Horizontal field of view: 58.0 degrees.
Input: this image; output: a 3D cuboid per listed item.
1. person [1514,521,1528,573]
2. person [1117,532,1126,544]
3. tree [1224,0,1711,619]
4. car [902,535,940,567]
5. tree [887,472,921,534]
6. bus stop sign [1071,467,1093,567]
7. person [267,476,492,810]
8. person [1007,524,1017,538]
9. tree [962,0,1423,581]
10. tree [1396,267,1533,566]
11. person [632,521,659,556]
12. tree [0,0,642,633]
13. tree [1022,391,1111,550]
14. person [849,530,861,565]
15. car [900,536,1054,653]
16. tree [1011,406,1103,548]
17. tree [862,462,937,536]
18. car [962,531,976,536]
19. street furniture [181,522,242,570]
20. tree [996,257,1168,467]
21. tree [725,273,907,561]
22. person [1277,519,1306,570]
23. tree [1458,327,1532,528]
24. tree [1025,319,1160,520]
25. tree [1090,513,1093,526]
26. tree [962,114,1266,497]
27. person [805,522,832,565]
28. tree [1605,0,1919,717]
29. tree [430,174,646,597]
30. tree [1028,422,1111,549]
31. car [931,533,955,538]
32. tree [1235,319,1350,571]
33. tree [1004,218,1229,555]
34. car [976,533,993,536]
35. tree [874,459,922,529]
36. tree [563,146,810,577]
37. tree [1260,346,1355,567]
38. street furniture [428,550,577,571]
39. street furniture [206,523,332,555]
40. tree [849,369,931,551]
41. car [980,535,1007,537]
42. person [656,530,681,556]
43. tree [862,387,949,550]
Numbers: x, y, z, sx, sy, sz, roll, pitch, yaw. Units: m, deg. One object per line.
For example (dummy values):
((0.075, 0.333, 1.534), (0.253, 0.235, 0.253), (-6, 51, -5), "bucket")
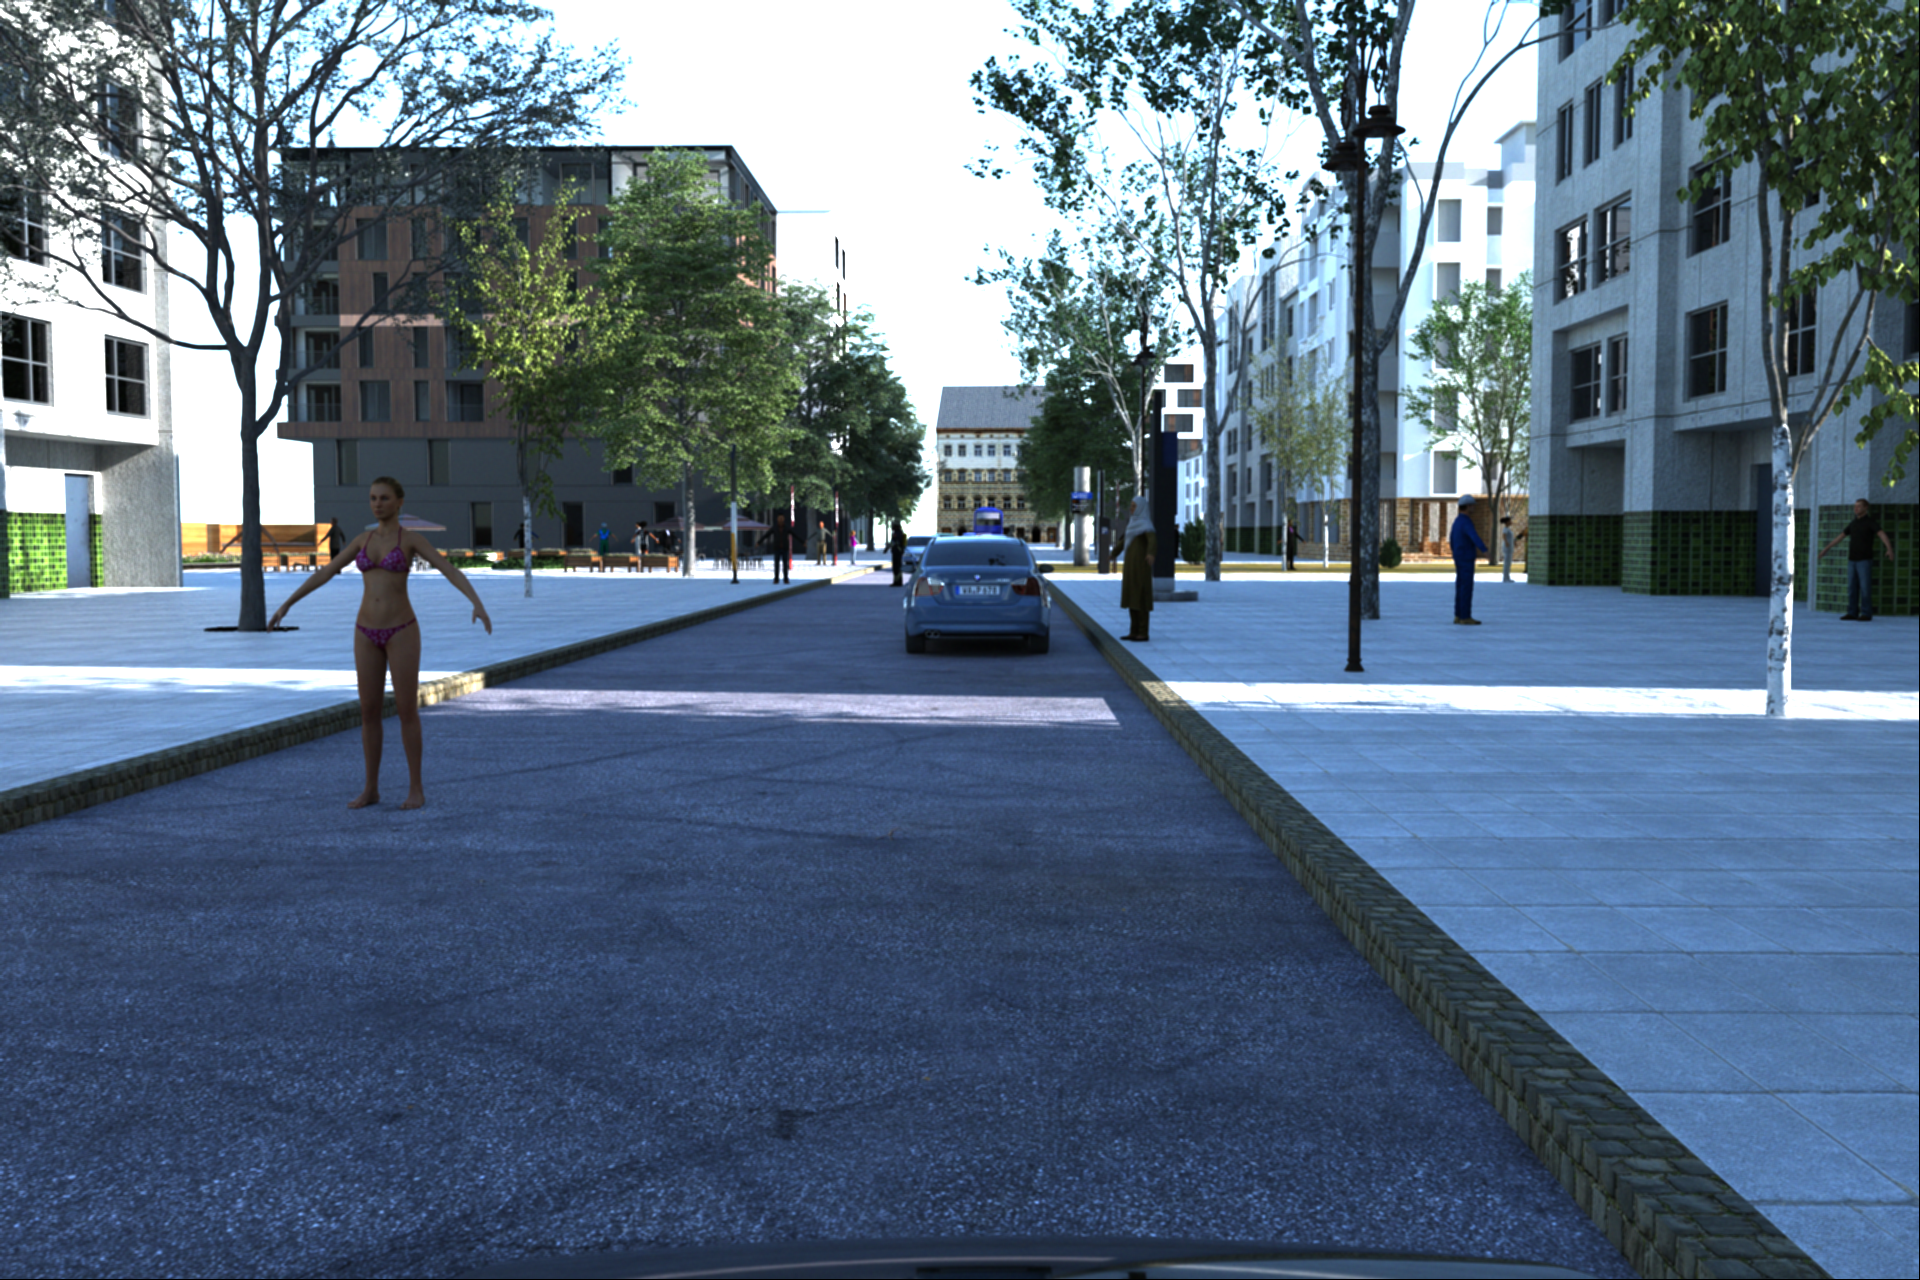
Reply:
((18.610, -3.101, 56.462), (1.354, 1.858, 0.705), (0, 4, -6), "person")
((6.023, -3.260, 59.442), (1.346, 1.812, 0.704), (1, 4, 15), "person")
((5.459, -10.300, 24.288), (12.611, 20.169, 13.585), (0, 3, 0), "tree")
((-1.417, -3.463, 68.625), (2.014, 1.417, 4.499), (0, 4, 1), "car")
((-5.764, -12.489, 154.564), (4.737, 8.622, 4.395), (0, 3, 0), "tree")
((4.789, -4.840, 68.148), (0.837, 3.901, 0.837), (0, 4, 2), "bus stop sign")
((-3.019, 0.013, 9.042), (1.217, 1.733, 0.721), (0, 4, 7), "person")
((2.086, -3.655, 68.338), (0.705, 1.813, 1.348), (-2, 4, -24), "person")
((5.817, -11.637, 46.159), (12.611, 20.169, 13.585), (0, 3, 0), "tree")
((21.298, -8.751, 68.834), (9.928, 11.665, 9.643), (0, 3, 0), "tree")
((-13.341, -4.101, 73.191), (1.345, 1.843, 0.704), (2, 4, 25), "person")
((-9.356, -6.872, 22.723), (12.009, 13.543, 11.850), (0, 3, 0), "tree")
((8.562, -13.356, 136.503), (7.486, 12.596, 7.792), (0, 3, 0), "tree")
((-4.388, -3.843, 72.093), (0.599, 1.433, 0.991), (-2, 4, -30), "person")
((0.217, -0.617, 22.085), (2.014, 1.417, 4.499), (0, 4, 0), "car")
((9.271, -15.647, 162.488), (9.857, 13.997, 8.962), (0, 3, 0), "tree")
((-6.228, -13.869, 161.170), (8.767, 10.594, 7.601), (0, 4, 4), "tree")
((0.800, -8.540, 149.222), (1.945, 1.707, 3.694), (0, 4, 1), "car")
((-29.513, -3.481, 63.762), (9.812, 1.723, 11.010), (1, 4, 16), "street furniture")
((8.431, -16.165, 120.187), (12.611, 20.169, 13.585), (0, 3, 0), "tree")
((-7.231, -10.833, 83.776), (9.857, 13.997, 8.962), (0, 3, 0), "tree")
((11.761, -3.392, 61.678), (1.346, 1.802, 0.704), (-2, 4, -33), "person")
((19.490, -6.822, 61.897), (4.360, 8.622, 3.978), (0, 3, 0), "tree")
((7.160, -10.632, 91.967), (7.486, 12.596, 7.792), (0, 3, 0), "tree")
((21.694, -20.106, 246.856), (7.486, 12.596, 7.792), (0, 3, 0), "tree")
((6.981, -13.667, 79.351), (12.611, 20.169, 13.585), (0, 3, 0), "tree")
((-5.773, -4.024, 72.060), (1.348, 1.796, 0.705), (1, 4, 12), "person")
((5.897, -3.755, 11.752), (4.737, 8.622, 4.395), (0, 3, 0), "tree")
((-8.579, -5.187, 35.172), (4.737, 8.622, 4.395), (0, 3, 0), "tree")
((9.682, -13.712, 149.951), (9.928, 11.665, 9.643), (0, 3, 0), "tree")
((-0.961, -5.282, 95.154), (1.959, 1.807, 4.718), (0, 4, 1), "car")
((11.064, -6.716, 60.164), (4.360, 8.622, 3.978), (0, 3, 0), "tree")
((9.622, -15.138, 103.400), (12.611, 20.169, 13.585), (0, 3, 0), "tree")
((1.935, -7.747, 135.702), (2.155, 1.783, 4.494), (0, 3, 0), "car")
((-9.232, -20.611, 255.124), (7.486, 12.596, 7.792), (0, 3, 0), "tree")
((-8.502, -8.169, 51.686), (7.486, 12.596, 7.792), (0, 3, 0), "tree")
((14.340, -7.121, 66.798), (4.360, 8.622, 3.978), (0, 3, 0), "tree")
((-16.759, -3.071, 65.831), (5.734, 0.657, 10.072), (0, 4, -3), "street furniture")
((-30.977, -4.183, 75.241), (11.010, 1.723, 9.812), (0, 4, 0), "street furniture")
((-6.742, -13.666, 130.099), (9.857, 13.997, 8.962), (0, 3, 0), "tree")
((1.415, -3.706, 72.593), (2.014, 1.417, 4.499), (0, 4, 2), "car")
((-11.882, -3.898, 70.453), (0.721, 1.740, 1.216), (3, 5, 45), "person")
((-6.050, -14.268, 143.650), (12.009, 13.543, 11.850), (0, 3, 0), "tree")
